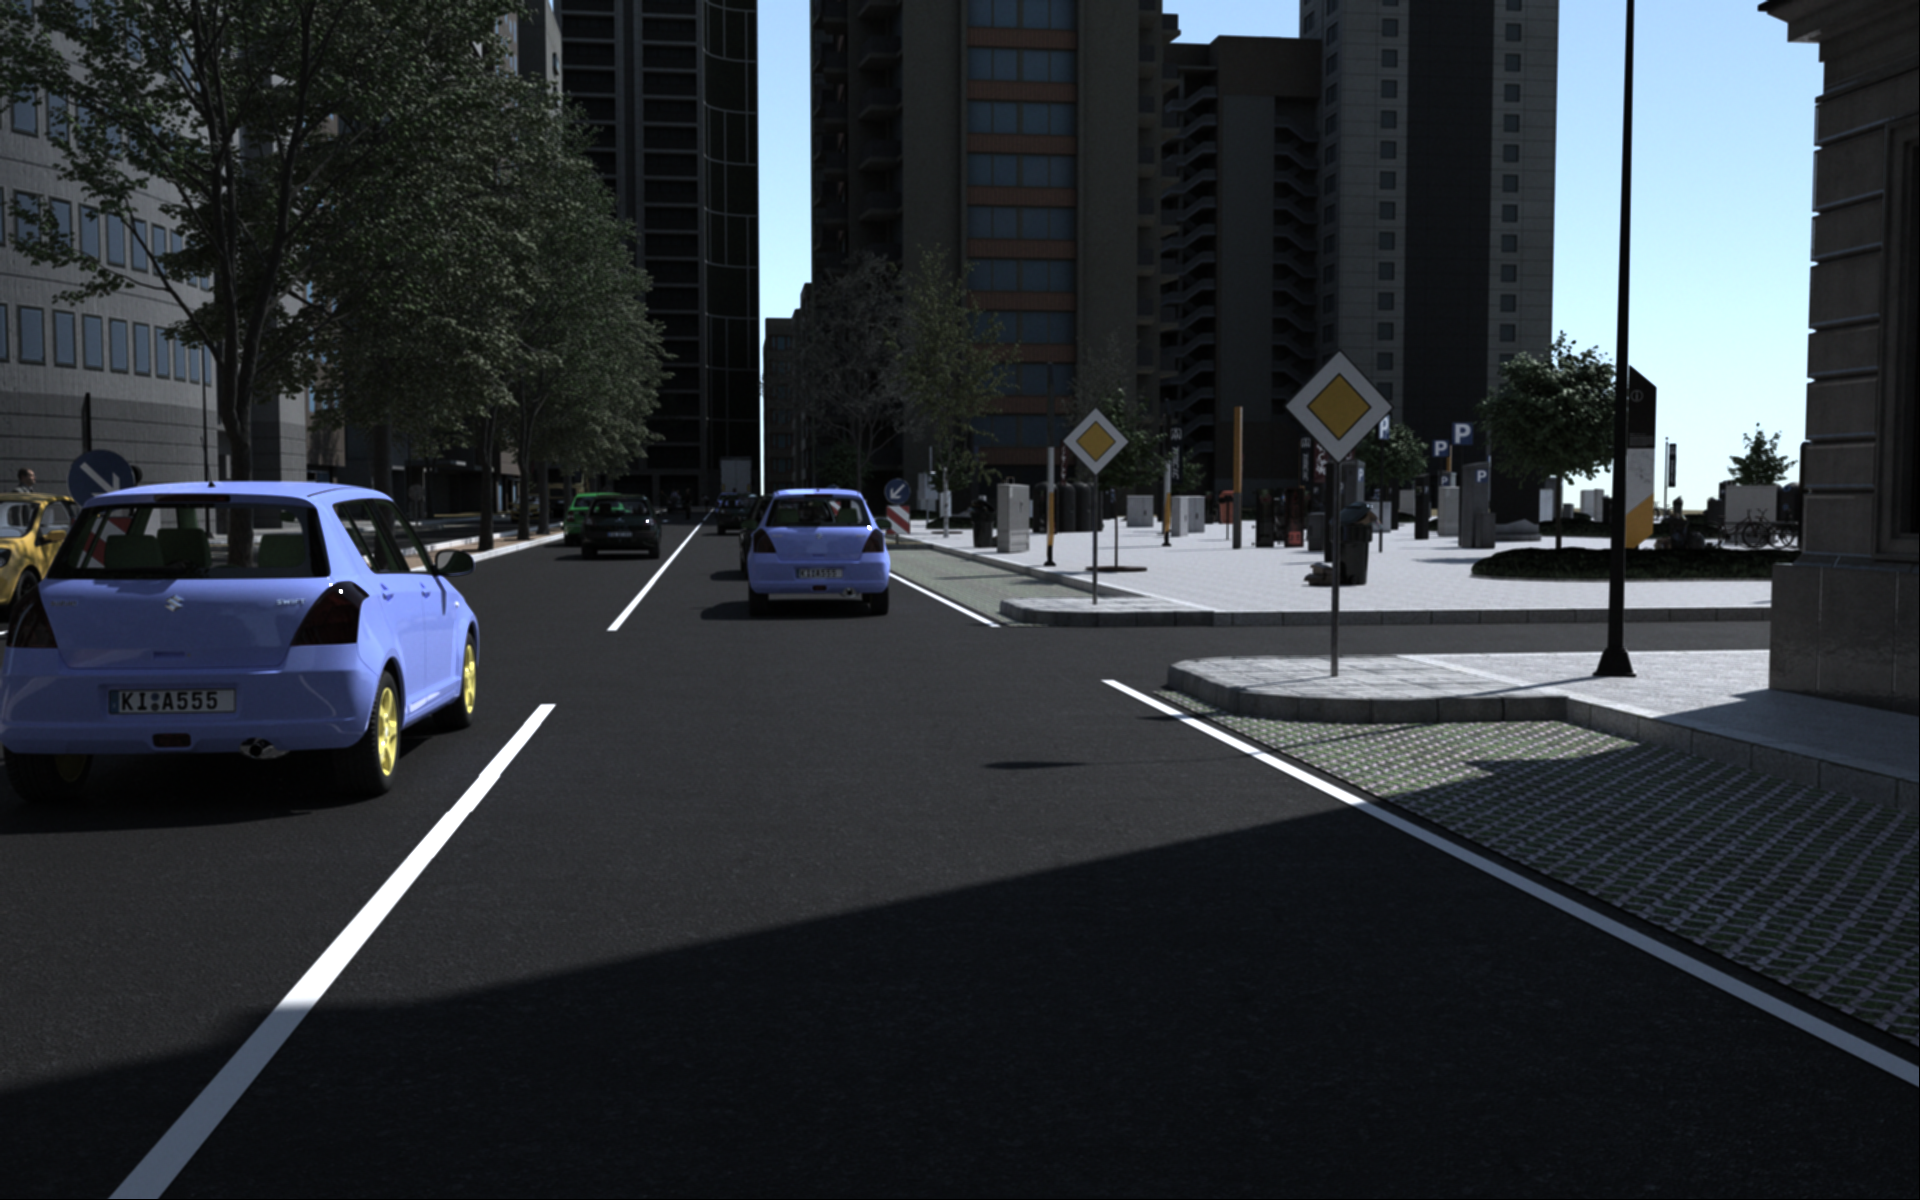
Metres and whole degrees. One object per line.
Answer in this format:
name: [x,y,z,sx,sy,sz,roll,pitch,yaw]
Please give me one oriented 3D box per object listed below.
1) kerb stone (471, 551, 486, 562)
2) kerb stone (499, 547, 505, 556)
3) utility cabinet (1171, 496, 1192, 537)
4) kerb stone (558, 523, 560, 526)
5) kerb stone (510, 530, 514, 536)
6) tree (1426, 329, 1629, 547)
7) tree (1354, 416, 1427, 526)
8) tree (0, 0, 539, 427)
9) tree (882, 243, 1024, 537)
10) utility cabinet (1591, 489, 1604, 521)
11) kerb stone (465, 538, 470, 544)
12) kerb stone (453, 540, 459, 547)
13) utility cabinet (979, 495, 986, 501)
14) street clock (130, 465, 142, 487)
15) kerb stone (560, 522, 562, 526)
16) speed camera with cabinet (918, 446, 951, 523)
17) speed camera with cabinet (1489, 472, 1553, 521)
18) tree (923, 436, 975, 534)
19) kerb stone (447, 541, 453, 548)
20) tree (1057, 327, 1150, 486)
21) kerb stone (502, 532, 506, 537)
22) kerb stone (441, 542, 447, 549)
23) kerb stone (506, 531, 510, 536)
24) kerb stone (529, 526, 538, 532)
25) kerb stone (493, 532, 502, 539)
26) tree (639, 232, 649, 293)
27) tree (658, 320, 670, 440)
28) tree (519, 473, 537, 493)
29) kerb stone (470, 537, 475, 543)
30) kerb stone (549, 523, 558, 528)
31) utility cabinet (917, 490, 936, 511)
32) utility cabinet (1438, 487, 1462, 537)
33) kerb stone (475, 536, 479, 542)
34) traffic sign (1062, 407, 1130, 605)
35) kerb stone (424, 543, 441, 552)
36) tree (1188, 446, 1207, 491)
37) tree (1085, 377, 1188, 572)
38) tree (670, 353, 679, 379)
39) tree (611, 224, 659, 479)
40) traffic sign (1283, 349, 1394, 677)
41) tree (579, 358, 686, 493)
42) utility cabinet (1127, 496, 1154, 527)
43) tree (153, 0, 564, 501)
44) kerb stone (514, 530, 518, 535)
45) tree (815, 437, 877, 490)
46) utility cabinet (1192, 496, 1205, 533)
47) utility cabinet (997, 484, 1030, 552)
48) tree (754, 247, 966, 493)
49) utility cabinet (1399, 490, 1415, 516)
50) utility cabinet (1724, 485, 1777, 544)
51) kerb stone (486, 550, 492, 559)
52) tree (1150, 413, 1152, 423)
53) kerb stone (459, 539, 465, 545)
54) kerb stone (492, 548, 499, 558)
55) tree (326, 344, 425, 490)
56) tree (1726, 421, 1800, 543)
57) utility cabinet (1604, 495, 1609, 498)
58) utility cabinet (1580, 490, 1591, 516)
kerb stone: [-10.359,-0.911,37.174,0.120,0.150,1.000,0,4,-8]
kerb stone: [-10.763,-1.103,40.223,0.120,0.150,1.000,0,4,-8]
utility cabinet: [6.661,-2.526,52.460,0.306,1.237,1.020,1,4,22]
kerb stone: [-17.653,-3.250,75.468,0.120,0.150,1.000,0,4,-8]
kerb stone: [-15.454,-2.263,59.198,0.120,0.150,1.000,0,4,-8]
tree: [11.982,-3.115,34.649,4.285,4.588,4.351,0,3,0]
tree: [17.454,-5.331,70.883,4.285,4.588,4.351,0,3,0]
tree: [-9.347,-5.757,22.342,9.928,11.665,9.643,0,3,0]
tree: [-0.356,-6.141,50.765,4.737,8.622,4.395,0,3,0]
utility cabinet: [27.102,-3.961,73.441,0.318,1.500,1.173,1,4,15]
kerb stone: [-14.081,-1.642,49.040,0.120,0.150,1.000,0,4,-8]
kerb stone: [-13.801,-1.518,47.010,0.120,0.150,1.000,0,4,-8]
utility cabinet: [0.687,-4.124,78.590,1.020,1.237,0.306,2,4,29]
street clock: [-20.793,-2.380,43.489,0.471,2.002,0.358,0,4,-2]
kerb stone: [-17.784,-3.321,76.490,0.120,0.150,1.000,0,4,-8]
speed camera with cabinet: [-0.748,-4.781,72.511,2.038,3.252,0.660,-2,4,-33]
speed camera with cabinet: [18.491,-3.843,57.175,2.038,3.252,0.660,0,4,-5]
tree: [-0.529,-3.777,56.363,1.663,3.219,1.824,0,3,0]
kerb stone: [-13.673,-1.452,45.996,0.120,0.150,1.000,0,4,-8]
tree: [6.251,-7.737,76.870,4.360,8.622,3.978,0,3,0]
kerb stone: [-15.181,-2.138,57.153,0.120,0.150,1.000,0,4,-8]
kerb stone: [-13.533,-1.392,44.984,0.120,0.150,1.000,0,4,-8]
kerb stone: [-15.314,-2.201,58.174,0.120,0.150,1.000,0,4,-8]
kerb stone: [-16.552,-2.760,67.325,0.120,0.150,1.000,0,4,-8]
kerb stone: [-15.040,-2.076,56.141,0.120,0.150,1.000,0,4,-8]
tree: [-11.690,-7.004,42.735,9.928,11.665,9.643,0,3,0]
tree: [-15.807,-9.086,69.136,7.486,12.596,7.792,0,3,0]
tree: [-34.488,-8.756,137.767,1.663,3.219,1.824,0,3,0]
kerb stone: [-14.212,-1.701,50.059,0.120,0.150,1.000,0,4,-8]
kerb stone: [-17.513,-3.196,74.451,0.120,0.150,1.000,0,4,-8]
utility cabinet: [-1.811,-5.176,93.314,0.318,1.500,1.173,3,5,43]
utility cabinet: [14.866,-2.638,51.810,1.173,1.500,0.318,-2,4,-27]
kerb stone: [-14.351,-1.766,51.071,0.120,0.150,1.000,0,4,-8]
traffic sign: [1.562,-1.003,20.037,0.795,2.450,0.064,0,4,-8]
kerb stone: [-13.394,-1.332,43.970,0.120,0.150,1.000,0,4,-8]
tree: [7.542,-3.958,59.317,1.663,3.219,1.824,0,3,0]
tree: [2.577,-2.092,28.805,1.663,3.219,1.824,0,3,0]
tree: [-16.377,-9.548,76.700,7.486,12.596,7.792,0,3,0]
tree: [-14.962,-8.625,61.610,7.486,12.596,7.792,0,3,0]
traffic sign: [2.632,-0.519,12.124,0.795,2.450,0.064,0,4,-8]
tree: [-17.660,-9.060,85.004,8.767,10.594,7.601,0,4,-8]
utility cabinet: [6.990,-3.430,67.237,1.020,1.237,0.306,0,4,3]
tree: [-10.655,-6.790,31.606,7.486,12.596,7.792,0,3,0]
kerb stone: [-15.585,-2.322,60.212,0.120,0.150,1.000,0,4,-8]
tree: [-6.298,-6.908,96.664,4.285,4.588,4.351,0,3,0]
utility cabinet: [7.639,-2.836,57.534,1.020,1.237,0.306,-2,4,-26]
utility cabinet: [1.183,-1.794,38.003,0.318,1.500,1.173,2,4,24]
tree: [-4.889,-10.697,85.263,12.009,13.543,11.850,0,3,0]
utility cabinet: [23.207,-4.942,89.486,0.318,1.500,1.173,-2,4,-24]
utility cabinet: [19.992,-2.148,43.802,1.173,1.500,0.318,2,4,26]
kerb stone: [-10.497,-0.964,38.194,0.120,0.150,1.000,0,4,-8]
tree: [8.098,-8.828,94.692,4.360,8.622,3.978,0,3,0]
kerb stone: [-13.945,-1.580,48.027,0.120,0.150,1.000,0,4,-8]
kerb stone: [-10.631,-1.041,39.210,0.120,0.150,1.000,0,4,-8]
tree: [-25.247,-7.629,75.094,4.360,8.622,3.978,0,3,0]
tree: [21.281,-3.160,46.263,1.663,3.219,1.824,0,3,0]
utility cabinet: [34.844,-5.059,93.883,0.306,1.237,1.020,0,4,3]
utility cabinet: [33.949,-5.170,93.210,1.173,1.500,0.318,-1,4,-21]
